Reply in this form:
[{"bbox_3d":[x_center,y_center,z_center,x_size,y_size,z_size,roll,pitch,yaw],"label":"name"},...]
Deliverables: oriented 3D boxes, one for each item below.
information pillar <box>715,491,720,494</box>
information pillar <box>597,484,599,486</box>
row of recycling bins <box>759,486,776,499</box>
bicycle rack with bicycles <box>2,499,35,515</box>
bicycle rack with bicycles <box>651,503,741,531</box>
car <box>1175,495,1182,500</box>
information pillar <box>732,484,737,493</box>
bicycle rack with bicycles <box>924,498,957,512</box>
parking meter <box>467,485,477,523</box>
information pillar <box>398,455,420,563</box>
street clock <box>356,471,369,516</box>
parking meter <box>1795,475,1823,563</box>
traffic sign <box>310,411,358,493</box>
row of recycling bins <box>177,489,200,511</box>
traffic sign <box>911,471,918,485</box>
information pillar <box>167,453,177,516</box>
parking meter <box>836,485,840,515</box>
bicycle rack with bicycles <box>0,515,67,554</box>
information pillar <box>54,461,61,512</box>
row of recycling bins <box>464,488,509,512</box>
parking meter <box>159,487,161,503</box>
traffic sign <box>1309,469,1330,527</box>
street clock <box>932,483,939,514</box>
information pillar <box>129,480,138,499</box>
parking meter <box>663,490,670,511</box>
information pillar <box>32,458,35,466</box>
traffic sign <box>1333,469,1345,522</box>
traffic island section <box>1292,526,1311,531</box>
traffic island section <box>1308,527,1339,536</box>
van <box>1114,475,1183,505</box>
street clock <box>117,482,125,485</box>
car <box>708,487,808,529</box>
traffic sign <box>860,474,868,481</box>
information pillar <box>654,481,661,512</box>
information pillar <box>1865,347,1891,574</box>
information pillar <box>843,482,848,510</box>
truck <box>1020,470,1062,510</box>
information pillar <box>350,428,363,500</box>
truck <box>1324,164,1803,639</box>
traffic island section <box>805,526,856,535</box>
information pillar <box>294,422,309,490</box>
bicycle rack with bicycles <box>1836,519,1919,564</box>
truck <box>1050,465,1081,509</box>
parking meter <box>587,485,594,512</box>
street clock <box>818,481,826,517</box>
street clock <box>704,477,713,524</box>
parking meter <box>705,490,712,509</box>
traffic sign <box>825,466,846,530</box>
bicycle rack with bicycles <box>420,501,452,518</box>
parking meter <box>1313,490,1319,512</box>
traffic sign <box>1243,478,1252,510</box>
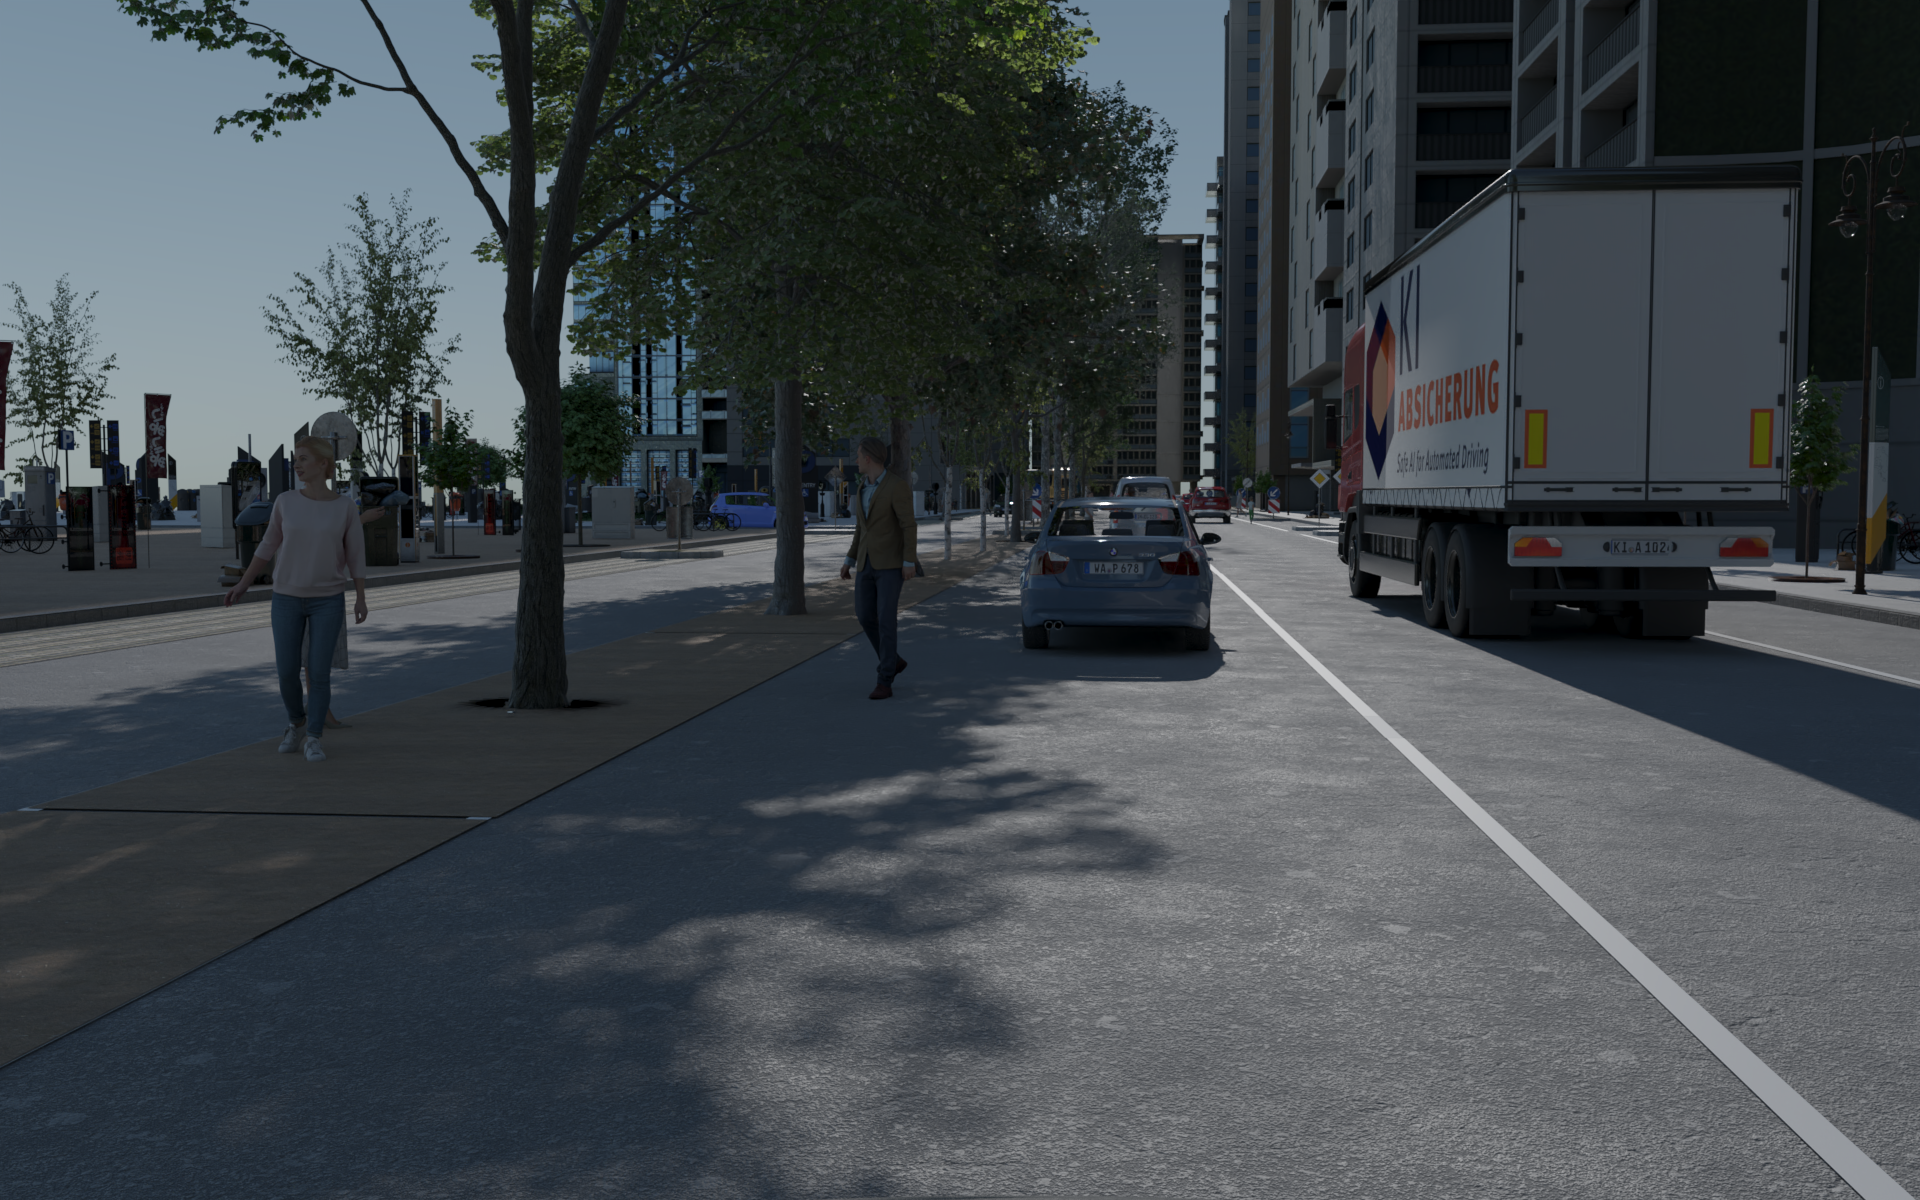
[{"bbox_3d":[-19.569,-8.269,139.697,0.304,2.012,0.304,0,4,3],"label":"information pillar"},{"bbox_3d":[-26.290,-8.270,126.576,0.504,3.616,0.183,1,4,23],"label":"information pillar"},{"bbox_3d":[-8.729,-4.876,86.829,3.534,1.692,1.069,3,5,39],"label":"row of recycling bins"},{"bbox_3d":[-66.842,-6.671,122.446,2.852,0.926,2.925,-3,4,-38],"label":"bicycle rack with bicycles"},{"bbox_3d":[-8.949,-2.872,60.341,2.925,0.926,2.852,1,4,17],"label":"bicycle rack with bicycles"},{"bbox_3d":[16.428,-7.372,132.886,2.083,1.381,4.827,0,4,7],"label":"car"},{"bbox_3d":[-16.580,-7.506,127.214,0.304,2.012,0.304,0,3,0],"label":"information pillar"},{"bbox_3d":[-1.584,-7.925,142.958,2.852,0.926,2.925,0,4,-6],"label":"bicycle rack with bicycles"},{"bbox_3d":[-21.727,-4.372,77.185,0.255,1.863,0.399,3,5,40],"label":"parking meter"},{"bbox_3d":[-10.277,-1.701,32.296,0.304,2.012,0.304,0,4,-4],"label":"information pillar"},{"bbox_3d":[-19.072,-3.102,55.287,0.471,2.002,0.358,2,4,30],"label":"street clock"},{"bbox_3d":[15.959,-1.641,32.547,0.399,1.863,0.255,3,5,44],"label":"parking meter"},{"bbox_3d":[-9.661,-1.628,26.723,0.768,2.556,0.104,0,4,8],"label":"traffic sign"},{"bbox_3d":[-59.588,-7.810,134.812,1.069,1.692,3.534,1,4,17],"label":"row of recycling bins"},{"bbox_3d":[-2.697,-5.885,96.329,0.768,2.556,0.104,1,4,12],"label":"traffic sign"},{"bbox_3d":[-45.263,-6.616,99.519,0.183,3.616,0.504,3,4,39],"label":"information pillar"},{"bbox_3d":[-7.521,-6.273,108.281,0.399,1.863,0.255,-3,5,-42],"label":"parking meter"},{"bbox_3d":[-20.595,-1.443,36.974,2.852,0.926,2.925,3,4,39],"label":"bicycle rack with bicycles"},{"bbox_3d":[-64.693,-8.122,124.143,0.504,3.616,0.183,1,4,15],"label":"information pillar"},{"bbox_3d":[-33.487,-7.069,122.698,3.534,1.692,1.069,1,4,10],"label":"row of recycling bins"},{"bbox_3d":[-64.492,-8.170,139.288,0.255,1.863,0.399,0,4,-7],"label":"parking meter"},{"bbox_3d":[14.103,-3.935,67.972,0.795,2.450,0.064,0,4,6],"label":"traffic sign"},{"bbox_3d":[-1.536,-6.379,108.863,0.358,2.002,0.471,3,5,41],"label":"street clock"},{"bbox_3d":[-41.806,-5.086,87.656,0.304,2.012,0.304,0,4,-3],"label":"information pillar"},{"bbox_3d":[-16.661,-5.498,98.301,0.372,1.533,0.369,0,3,0],"label":"parking meter"},{"bbox_3d":[-57.390,-7.092,107.313,0.183,3.616,0.504,-1,4,-18],"label":"information pillar"},{"bbox_3d":[13.308,-3.449,60.027,0.795,2.450,0.064,0,4,6],"label":"traffic sign"},{"bbox_3d":[14.127,-2.799,68.047,2.009,0.180,2.903,0,4,6],"label":"traffic island section"},{"bbox_3d":[13.332,-2.313,60.102,2.009,0.180,2.903,0,4,6],"label":"traffic island section"},{"bbox_3d":[4.534,-2.190,42.822,2.013,2.044,4.112,0,4,4],"label":"van"},{"bbox_3d":[-50.648,-6.116,104.570,0.471,2.002,0.358,-1,4,-21],"label":"street clock"},{"bbox_3d":[-7.526,-3.370,64.695,3.694,1.707,1.945,0,4,6],"label":"car"},{"bbox_3d":[-3.650,-4.044,69.764,0.795,2.450,0.064,0,4,6],"label":"traffic sign"},{"bbox_3d":[-16.521,-5.510,94.579,0.304,2.012,0.304,-2,4,-35],"label":"information pillar"},{"bbox_3d":[14.757,-2.231,27.840,0.504,3.616,0.183,-3,4,-36],"label":"information pillar"},{"bbox_3d":[-6.823,-6.050,103.404,0.304,2.012,0.304,0,4,-4],"label":"information pillar"},{"bbox_3d":[6.605,-8.796,139.739,3.469,3.379,9.791,0,4,7],"label":"truck"},{"bbox_3d":[-19.509,-3.952,55.976,0.183,3.616,0.504,2,4,26],"label":"information pillar"},{"bbox_3d":[6.338,-1.928,20.436,2.839,4.237,11.283,0,4,4],"label":"truck"},{"bbox_3d":[-4.470,-2.422,61.883,2.009,0.180,2.903,0,4,6],"label":"traffic island section"},{"bbox_3d":[-21.225,-3.951,55.949,0.504,3.616,0.183,0,4,3],"label":"information pillar"},{"bbox_3d":[17.884,-1.170,32.514,2.925,0.926,2.852,1,4,15],"label":"bicycle rack with bicycles"},{"bbox_3d":[10.129,-10.890,166.968,2.839,4.237,11.283,0,4,7],"label":"truck"},{"bbox_3d":[-23.147,-6.282,108.425,0.399,1.863,0.255,-2,4,-33],"label":"parking meter"},{"bbox_3d":[-7.598,-5.568,95.611,0.358,2.002,0.471,-2,4,-35],"label":"street clock"},{"bbox_3d":[-10.906,-4.310,75.034,0.358,2.002,0.471,1,4,15],"label":"street clock"},{"bbox_3d":[-13.911,-5.347,95.840,0.372,1.533,0.369,0,3,0],"label":"parking meter"},{"bbox_3d":[-4.446,-3.558,61.819,0.795,2.450,0.064,0,4,6],"label":"traffic sign"},{"bbox_3d":[-29.354,-4.939,94.127,2.925,0.926,2.852,3,4,38],"label":"bicycle rack with bicycles"},{"bbox_3d":[25.086,-6.947,121.997,0.372,1.533,0.369,0,3,0],"label":"parking meter"},{"bbox_3d":[22.710,-8.364,136.858,0.768,2.556,0.104,1,4,10],"label":"traffic sign"}]
